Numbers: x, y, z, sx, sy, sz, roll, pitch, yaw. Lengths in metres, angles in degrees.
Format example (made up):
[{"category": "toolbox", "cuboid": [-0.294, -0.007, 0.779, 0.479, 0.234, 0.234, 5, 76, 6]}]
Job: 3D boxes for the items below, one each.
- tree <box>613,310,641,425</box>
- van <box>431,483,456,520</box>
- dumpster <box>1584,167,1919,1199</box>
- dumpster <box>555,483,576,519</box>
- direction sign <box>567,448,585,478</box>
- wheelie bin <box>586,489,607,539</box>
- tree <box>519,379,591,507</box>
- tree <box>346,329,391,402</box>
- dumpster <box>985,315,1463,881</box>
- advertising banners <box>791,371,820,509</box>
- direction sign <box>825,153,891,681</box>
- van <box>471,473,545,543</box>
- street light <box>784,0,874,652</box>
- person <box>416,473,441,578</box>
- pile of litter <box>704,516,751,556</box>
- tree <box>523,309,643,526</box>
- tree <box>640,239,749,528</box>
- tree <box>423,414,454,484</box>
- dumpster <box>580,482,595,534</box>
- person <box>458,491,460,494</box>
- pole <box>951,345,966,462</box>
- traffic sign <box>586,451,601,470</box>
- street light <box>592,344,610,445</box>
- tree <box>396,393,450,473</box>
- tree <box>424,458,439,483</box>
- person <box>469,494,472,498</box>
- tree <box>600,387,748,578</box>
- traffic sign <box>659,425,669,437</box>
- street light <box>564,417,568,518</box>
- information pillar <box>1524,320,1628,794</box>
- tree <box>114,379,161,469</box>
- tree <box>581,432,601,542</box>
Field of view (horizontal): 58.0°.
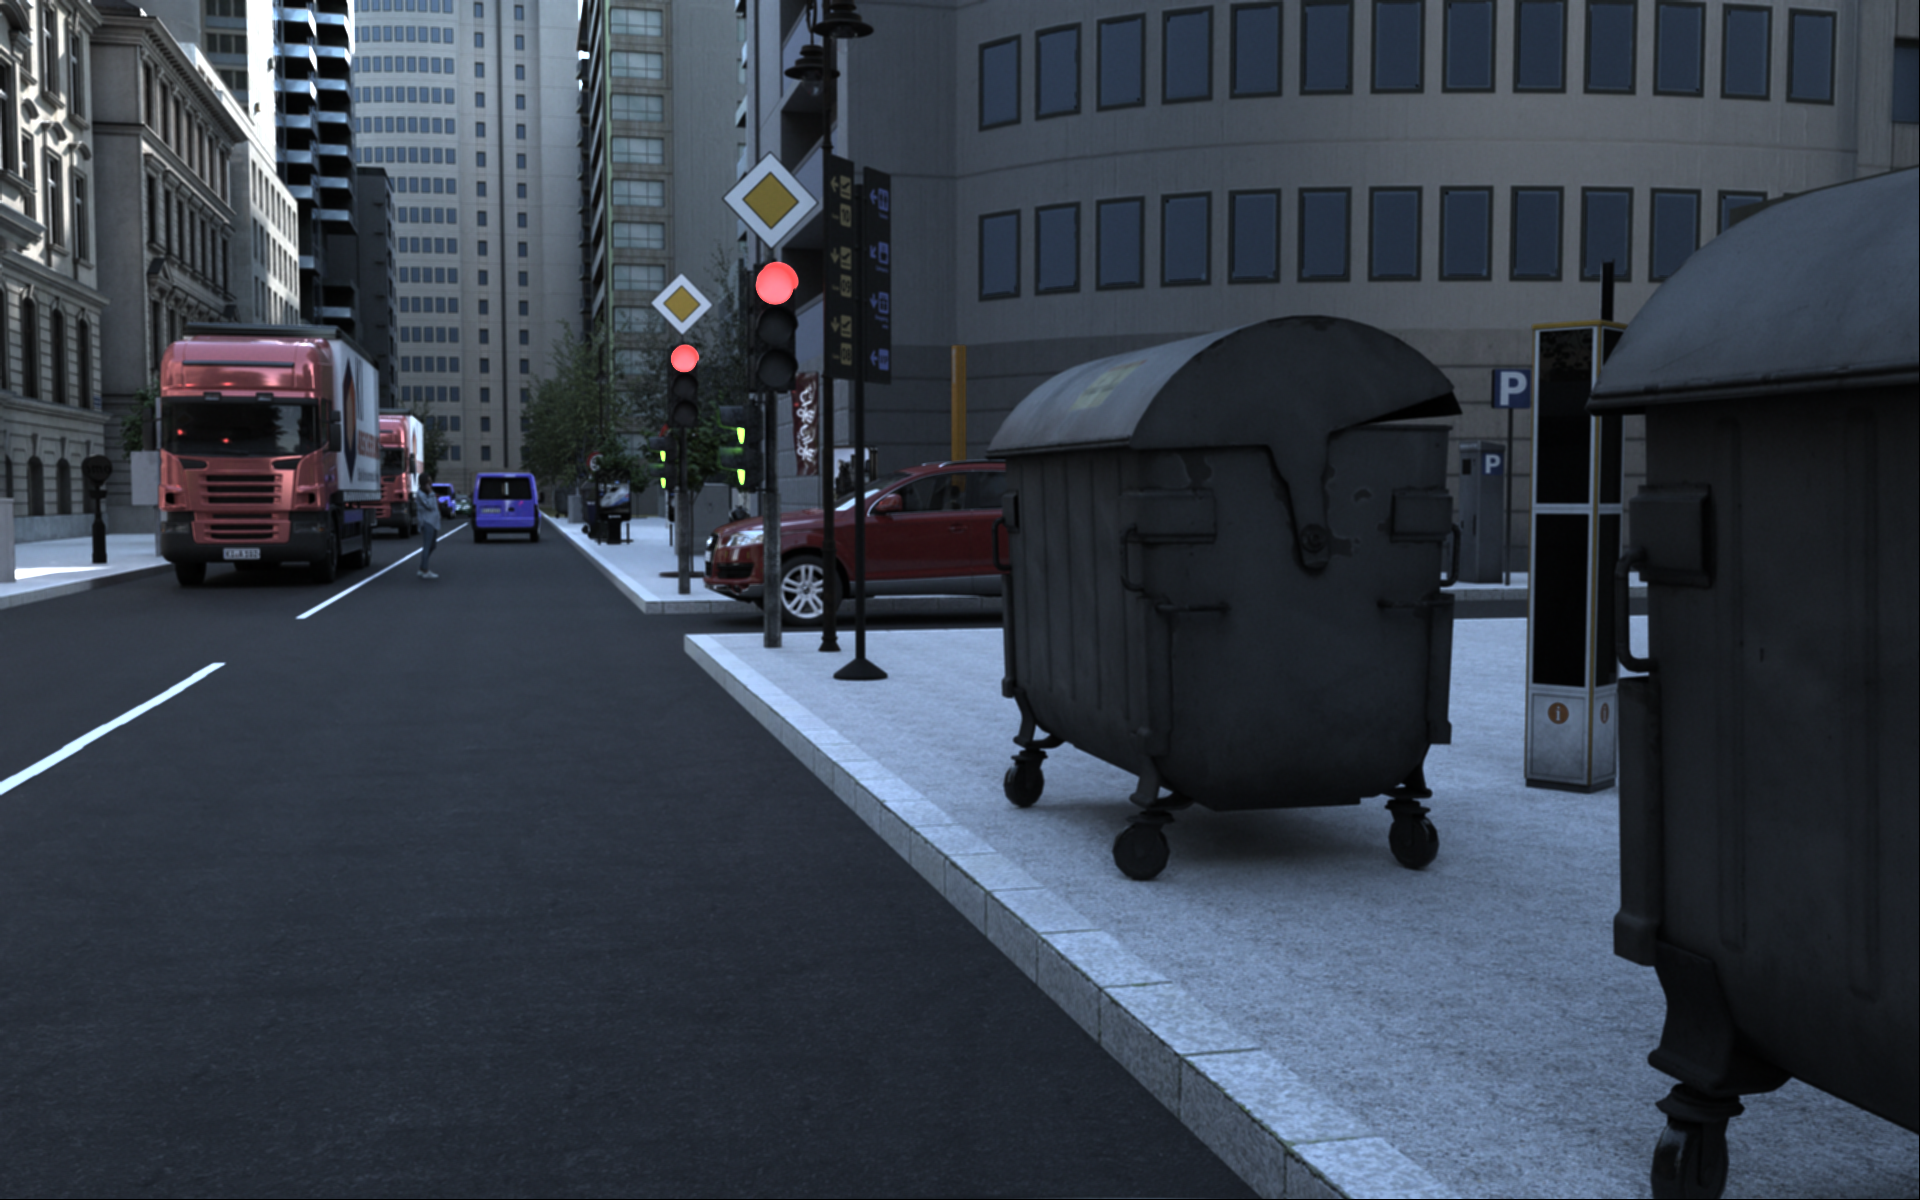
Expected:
[{"category": "tree", "cuboid": [-10.829, -6.957, 64.113, 4.360, 8.622, 3.978, 0, 3, 0]}, {"category": "van", "cuboid": [-29.801, -5.759, 98.550, 2.240, 2.365, 5.245, -1, 4, -14]}, {"category": "dumpster", "cuboid": [1.949, 0.203, 2.448, 1.264, 1.857, 1.865, -1, 4, -14]}, {"category": "dumpster", "cuboid": [-20.803, -5.254, 91.658, 1.264, 1.857, 1.865, -1, 4, -14]}, {"category": "direction sign", "cuboid": [-18.899, -5.711, 85.378, 0.876, 3.537, 0.379, 0, 4, 6]}, {"category": "wheelie bin", "cuboid": [-10.205, -2.529, 49.262, 0.693, 1.594, 0.980, -3, 4, -36]}, {"category": "tree", "cuboid": [-39.641, -15.438, 170.540, 7.486, 12.596, 7.792, 0, 3, 0]}, {"category": "tree", "cuboid": [-27.504, -7.731, 76.771, 4.360, 8.622, 3.978, 0, 3, 0]}, {"category": "dumpster", "cuboid": [0.928, -0.045, 6.498, 1.264, 1.857, 1.865, -1, 4, -14]}, {"category": "advertising banners", "cuboid": [-1.569, -1.731, 24.489, 2.074, 3.025, 0.090, 2, 4, 30]}, {"category": "direction sign", "cuboid": [-0.694, -1.222, 11.984, 0.379, 3.537, 0.876, 2, 4, 26]}, {"category": "van", "cuboid": [-13.807, -2.963, 52.826, 2.240, 2.365, 5.245, -1, 4, -13]}, {"category": "street light", "cuboid": [-1.067, -2.520, 13.984, 0.468, 5.910, 1.993, -1, 4, -14]}, {"category": "person", "cuboid": [-9.137, -1.278, 29.662, 0.793, 1.790, 0.793, -3, 4, -36]}, {"category": "pile of litter", "cuboid": [-4.436, -1.216, 33.853, 1.176, 0.858, 1.719, 0, 4, 8]}, {"category": "tree", "cuboid": [-14.880, -7.299, 69.708, 4.737, 8.622, 4.395, 0, 3, 0]}, {"category": "tree", "cuboid": [-6.028, -6.061, 49.464, 4.360, 8.622, 3.978, 0, 3, 0]}, {"category": "tree", "cuboid": [-48.497, -12.723, 158.386, 4.360, 8.622, 3.978, 0, 3, 0]}, {"category": "dumpster", "cuboid": [-11.723, -3.105, 56.532, 1.264, 1.857, 1.865, -1, 4, -14]}, {"category": "person", "cuboid": [-43.701, -8.656, 150.958, 0.756, 1.711, 0.436, 1, 4, 19]}, {"category": "pole", "cuboid": [-0.017, -1.834, 23.822, 0.158, 3.312, 0.155, 0, 3, 0]}, {"category": "traffic sign", "cuboid": [-10.577, -3.104, 50.863, 0.768, 2.556, 0.104, 0, 4, -7]}, {"category": "street light", "cuboid": [-11.043, -4.927, 53.337, 0.468, 5.910, 1.993, -1, 4, -14]}, {"category": "tree", "cuboid": [-39.925, -10.820, 127.268, 4.737, 8.622, 4.395, 0, 3, 0]}, {"category": "tree", "cuboid": [-42.053, -9.202, 134.167, 4.285, 4.588, 4.351, 0, 3, 0]}, {"category": "person", "cuboid": [-35.013, -7.117, 125.002, 1.348, 1.807, 0.705, 0, 4, -2]}, {"category": "tree", "cuboid": [-4.309, -1.981, 26.985, 1.663, 3.219, 1.824, 0, 3, 0]}, {"category": "traffic sign", "cuboid": [-4.701, -1.781, 29.220, 0.768, 2.556, 0.104, -1, 4, -12]}, {"category": "street light", "cuboid": [-21.542, -7.449, 94.580, 0.468, 5.910, 1.993, -1, 4, -14]}, {"category": "information pillar", "cuboid": [2.679, -0.186, 7.539, 0.304, 2.012, 0.304, 3, 5, 42]}, {"category": "tree", "cuboid": [-20.148, -3.748, 44.997, 4.285, 4.588, 4.351, 0, 3, 0]}, {"category": "tree", "cuboid": [-9.397, -3.167, 46.374, 1.663, 3.219, 1.824, 0, 3, 0]}]
